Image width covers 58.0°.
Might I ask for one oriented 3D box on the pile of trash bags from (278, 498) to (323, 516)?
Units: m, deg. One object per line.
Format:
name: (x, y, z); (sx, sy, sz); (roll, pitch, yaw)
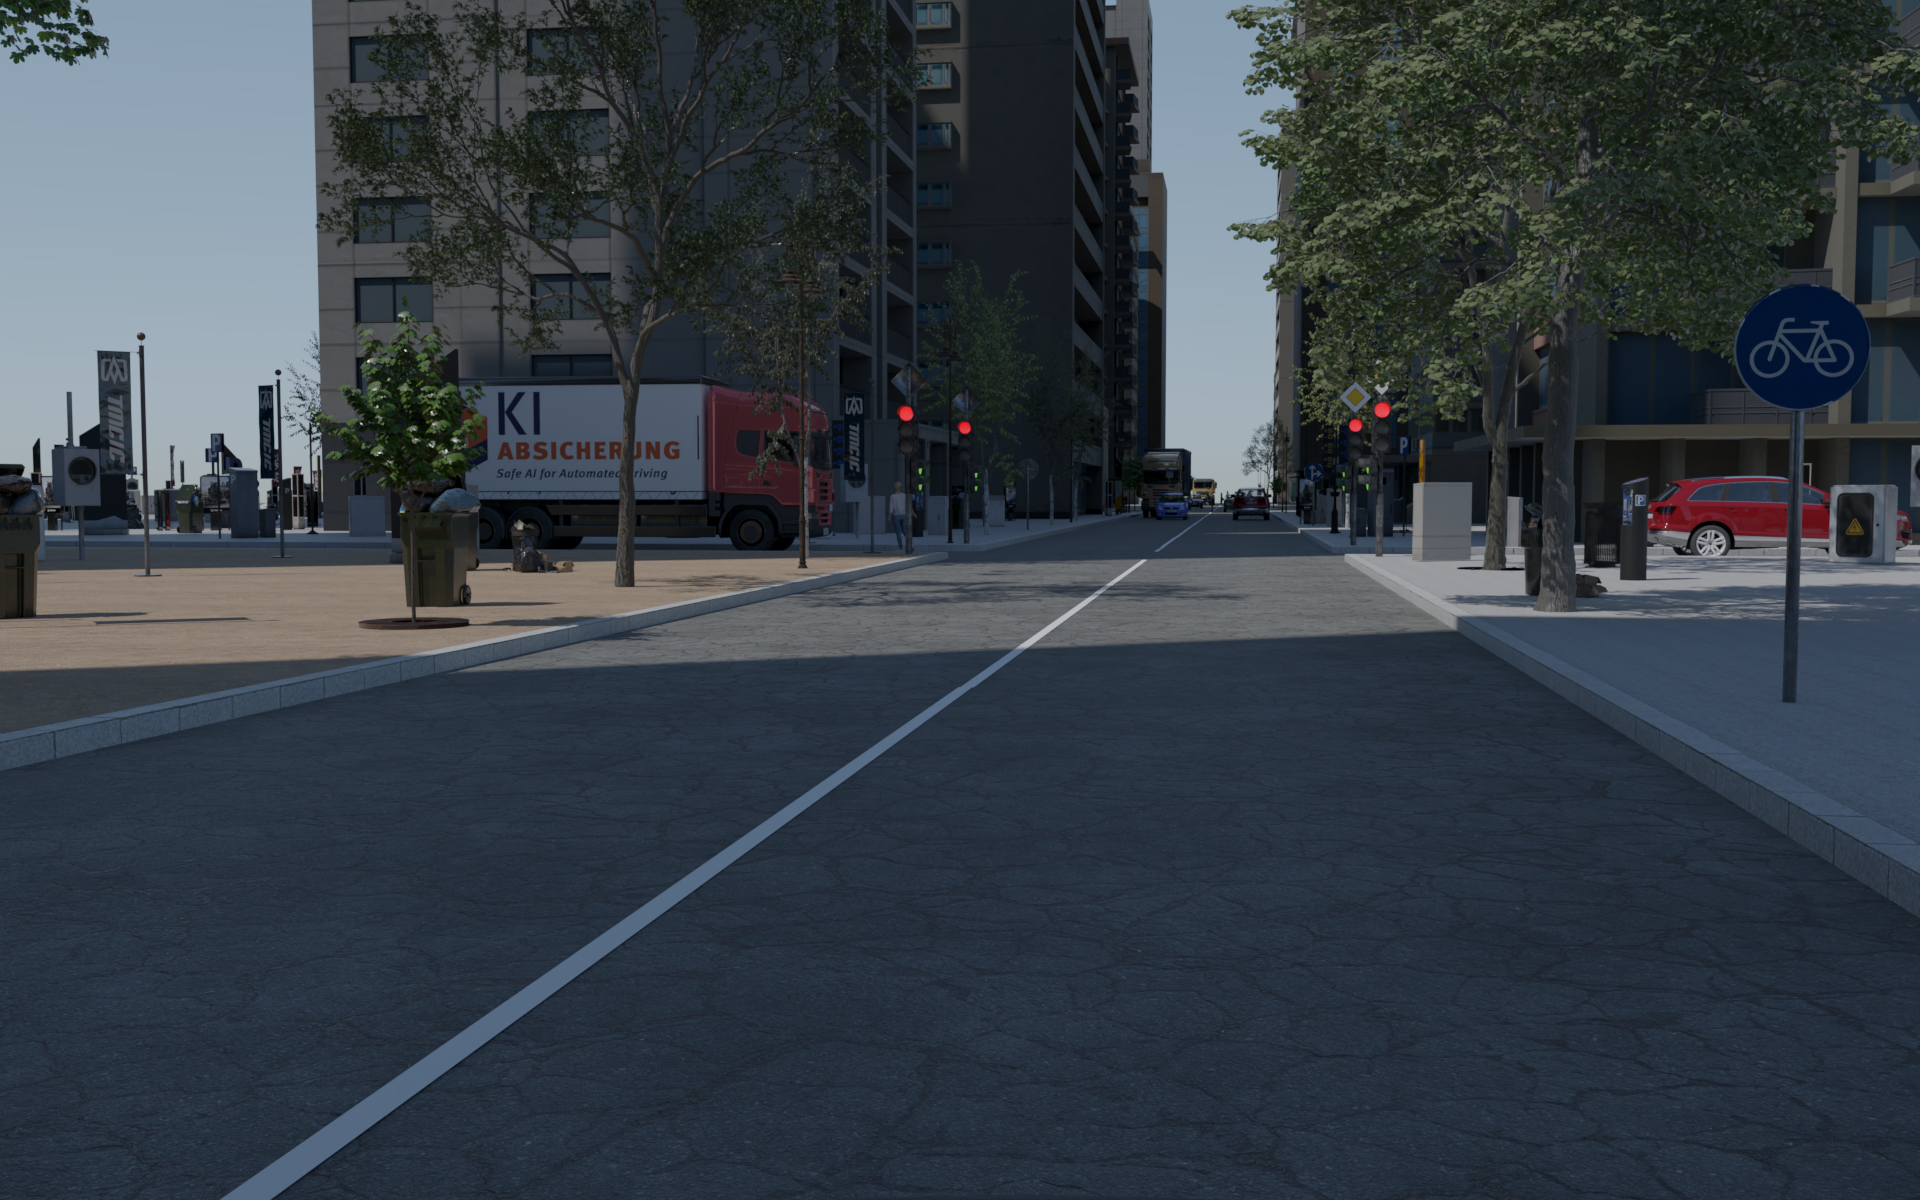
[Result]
pile of trash bags: (-44.575, -6.524, 116.419); (1.912, 1.369, 3.447); (1, 4, 21)

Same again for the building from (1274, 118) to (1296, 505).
building: (49.732, -35.987, 212.091); (21.300, 48.544, 21.600); (1, 4, 9)

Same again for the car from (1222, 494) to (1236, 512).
car: (21.762, -7.657, 136.993); (2.131, 1.459, 4.920); (1, 4, 9)

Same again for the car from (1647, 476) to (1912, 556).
car: (17.481, -1.742, 37.156); (5.304, 1.827, 2.281); (1, 4, 11)

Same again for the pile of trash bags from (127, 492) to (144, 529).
pile of trash bags: (-31.409, -3.358, 64.660); (1.912, 1.369, 3.447); (-1, 4, -19)

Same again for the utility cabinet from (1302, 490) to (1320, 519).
utility cabinet: (17.624, -4.766, 86.610); (0.318, 1.500, 1.173); (-2, 4, -34)

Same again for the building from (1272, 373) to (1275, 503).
building: (57.293, -24.014, 237.668); (27.650, 21.520, 28.899); (1, 4, 9)

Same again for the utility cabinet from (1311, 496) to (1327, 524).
utility cabinet: (15.473, -3.905, 75.006); (1.020, 1.237, 0.306); (-1, 4, -23)

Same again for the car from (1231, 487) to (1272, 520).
car: (16.236, -5.375, 96.554); (2.281, 1.827, 5.304); (1, 4, 9)

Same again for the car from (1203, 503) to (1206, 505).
car: (31.870, -13.478, 229.951); (1.945, 1.707, 3.694); (0, 4, 8)

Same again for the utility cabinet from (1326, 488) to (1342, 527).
utility cabinet: (14.638, -3.611, 67.714); (0.318, 1.500, 1.173); (0, 4, -3)

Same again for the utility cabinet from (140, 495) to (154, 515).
utility cabinet: (-50.782, -5.937, 108.231); (0.306, 1.237, 1.020); (2, 4, 25)

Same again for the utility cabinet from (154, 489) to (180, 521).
utility cabinet: (-36.514, -4.353, 79.855); (1.173, 1.500, 0.318); (0, 4, 3)

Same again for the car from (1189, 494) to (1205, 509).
car: (22.957, -9.782, 169.720); (2.009, 1.686, 4.222); (0, 4, 7)

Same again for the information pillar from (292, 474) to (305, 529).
information pillar: (-24.015, -3.570, 62.859); (0.304, 2.012, 0.304); (2, 4, 26)

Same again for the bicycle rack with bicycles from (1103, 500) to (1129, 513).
bicycle rack with bicycles: (10.097, -6.182, 114.455); (2.852, 0.926, 2.925); (0, 4, 7)

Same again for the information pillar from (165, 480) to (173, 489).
information pillar: (-42.210, -5.383, 92.500); (0.304, 2.012, 0.304); (0, 4, -6)

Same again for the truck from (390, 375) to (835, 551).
truck: (-8.122, -3.266, 42.316); (11.283, 4.237, 2.839); (1, 4, 9)

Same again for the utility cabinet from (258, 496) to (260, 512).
utility cabinet: (-24.693, -3.009, 60.354); (0.306, 1.237, 1.020); (0, 4, -4)

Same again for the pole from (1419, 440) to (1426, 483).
pole: (17.345, -4.353, 65.013); (0.158, 3.312, 0.155); (0, 3, 0)

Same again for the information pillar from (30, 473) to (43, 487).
information pillar: (-31.510, -3.342, 59.136); (0.304, 2.012, 0.304); (-1, 4, -14)

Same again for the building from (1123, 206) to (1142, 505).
building: (9.670, -32.172, 217.894); (32.217, 40.220, 23.993); (1, 4, 9)

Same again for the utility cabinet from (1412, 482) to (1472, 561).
utility cabinet: (9.220, -1.496, 33.142); (1.173, 1.500, 0.318); (-2, 4, -25)

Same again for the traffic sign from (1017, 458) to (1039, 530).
traffic sign: (2.420, -3.774, 61.805); (0.768, 2.556, 0.104); (1, 4, 11)

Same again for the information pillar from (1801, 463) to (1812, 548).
information pillar: (20.236, -2.271, 41.629); (0.304, 2.012, 0.304); (1, 4, 11)

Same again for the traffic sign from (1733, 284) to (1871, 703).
traffic sign: (5.116, -0.642, 10.606); (0.768, 2.556, 0.104); (1, 4, 13)

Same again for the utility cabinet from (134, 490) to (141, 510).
utility cabinet: (-45.359, -5.247, 94.469); (1.173, 1.500, 0.318); (0, 4, -4)

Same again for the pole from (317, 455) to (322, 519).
pole: (-33.574, -5.927, 90.749); (0.158, 3.312, 0.155); (0, 3, 0)

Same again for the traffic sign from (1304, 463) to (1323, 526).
traffic sign: (14.323, -4.286, 70.175); (0.768, 2.556, 0.104); (1, 4, 9)

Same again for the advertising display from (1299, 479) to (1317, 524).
advertising display: (14.749, -4.175, 73.476); (0.123, 1.923, 0.974); (-2, 4, -32)

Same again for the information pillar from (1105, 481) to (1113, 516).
information pillar: (8.820, -6.059, 103.550); (0.304, 2.012, 0.304); (0, 4, 7)

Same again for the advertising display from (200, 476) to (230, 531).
advertising display: (-26.173, -3.405, 60.882); (0.974, 1.923, 0.123); (-2, 4, -28)

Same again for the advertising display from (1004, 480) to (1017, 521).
advertising display: (2.363, -4.679, 81.715); (0.123, 1.923, 0.974); (2, 4, 33)

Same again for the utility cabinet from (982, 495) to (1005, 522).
utility cabinet: (1.547, -4.185, 79.590); (1.020, 1.237, 0.306); (0, 4, 2)

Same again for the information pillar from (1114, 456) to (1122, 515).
information pillar: (9.805, -7.091, 107.290); (0.183, 3.616, 0.504); (-3, 5, -40)

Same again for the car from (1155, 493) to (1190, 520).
car: (11.874, -5.335, 96.811); (1.945, 1.707, 3.694); (1, 4, 9)

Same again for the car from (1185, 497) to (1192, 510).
car: (20.357, -8.958, 159.037); (1.945, 1.354, 3.894); (0, 4, 8)

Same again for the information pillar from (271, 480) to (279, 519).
information pillar: (-35.215, -5.170, 89.014); (0.304, 2.012, 0.304); (-2, 4, -28)

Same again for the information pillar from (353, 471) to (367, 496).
information pillar: (-19.315, -3.137, 55.783); (0.304, 2.012, 0.304); (1, 4, 10)

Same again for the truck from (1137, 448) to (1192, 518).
truck: (12.888, -7.292, 108.129); (2.839, 4.237, 11.283); (1, 4, 11)

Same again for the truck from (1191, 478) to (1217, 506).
truck: (30.511, -13.497, 216.600); (3.469, 3.379, 9.791); (1, 4, 10)

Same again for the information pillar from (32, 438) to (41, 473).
information pillar: (-38.376, -4.936, 72.064); (0.183, 3.616, 0.504); (0, 4, 1)

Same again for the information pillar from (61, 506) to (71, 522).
information pillar: (-41.405, -4.626, 80.130); (0.304, 2.012, 0.304); (2, 4, 32)

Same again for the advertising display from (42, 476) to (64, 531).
advertising display: (-31.779, -3.388, 60.612); (0.974, 1.923, 0.123); (1, 4, 21)

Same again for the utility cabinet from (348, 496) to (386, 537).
utility cabinet: (-17.900, -2.515, 52.284); (1.020, 1.237, 0.306); (-2, 4, -30)

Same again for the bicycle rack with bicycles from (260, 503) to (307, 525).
bicycle rack with bicycles: (-28.784, -3.610, 72.402); (2.852, 0.926, 2.925); (1, 4, 19)

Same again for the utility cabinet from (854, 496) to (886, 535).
utility cabinet: (-2.874, -2.680, 54.982); (1.020, 1.237, 0.306); (-2, 4, -32)

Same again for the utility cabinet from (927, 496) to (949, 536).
utility cabinet: (-0.638, -2.618, 53.968); (0.306, 1.237, 1.020); (-2, 4, -32)

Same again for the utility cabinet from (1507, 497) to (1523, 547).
utility cabinet: (13.615, -1.915, 42.472); (0.306, 1.237, 1.020); (1, 4, 22)

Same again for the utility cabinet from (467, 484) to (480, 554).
utility cabinet: (-10.564, -1.688, 36.273); (0.318, 1.500, 1.173); (2, 4, 23)
